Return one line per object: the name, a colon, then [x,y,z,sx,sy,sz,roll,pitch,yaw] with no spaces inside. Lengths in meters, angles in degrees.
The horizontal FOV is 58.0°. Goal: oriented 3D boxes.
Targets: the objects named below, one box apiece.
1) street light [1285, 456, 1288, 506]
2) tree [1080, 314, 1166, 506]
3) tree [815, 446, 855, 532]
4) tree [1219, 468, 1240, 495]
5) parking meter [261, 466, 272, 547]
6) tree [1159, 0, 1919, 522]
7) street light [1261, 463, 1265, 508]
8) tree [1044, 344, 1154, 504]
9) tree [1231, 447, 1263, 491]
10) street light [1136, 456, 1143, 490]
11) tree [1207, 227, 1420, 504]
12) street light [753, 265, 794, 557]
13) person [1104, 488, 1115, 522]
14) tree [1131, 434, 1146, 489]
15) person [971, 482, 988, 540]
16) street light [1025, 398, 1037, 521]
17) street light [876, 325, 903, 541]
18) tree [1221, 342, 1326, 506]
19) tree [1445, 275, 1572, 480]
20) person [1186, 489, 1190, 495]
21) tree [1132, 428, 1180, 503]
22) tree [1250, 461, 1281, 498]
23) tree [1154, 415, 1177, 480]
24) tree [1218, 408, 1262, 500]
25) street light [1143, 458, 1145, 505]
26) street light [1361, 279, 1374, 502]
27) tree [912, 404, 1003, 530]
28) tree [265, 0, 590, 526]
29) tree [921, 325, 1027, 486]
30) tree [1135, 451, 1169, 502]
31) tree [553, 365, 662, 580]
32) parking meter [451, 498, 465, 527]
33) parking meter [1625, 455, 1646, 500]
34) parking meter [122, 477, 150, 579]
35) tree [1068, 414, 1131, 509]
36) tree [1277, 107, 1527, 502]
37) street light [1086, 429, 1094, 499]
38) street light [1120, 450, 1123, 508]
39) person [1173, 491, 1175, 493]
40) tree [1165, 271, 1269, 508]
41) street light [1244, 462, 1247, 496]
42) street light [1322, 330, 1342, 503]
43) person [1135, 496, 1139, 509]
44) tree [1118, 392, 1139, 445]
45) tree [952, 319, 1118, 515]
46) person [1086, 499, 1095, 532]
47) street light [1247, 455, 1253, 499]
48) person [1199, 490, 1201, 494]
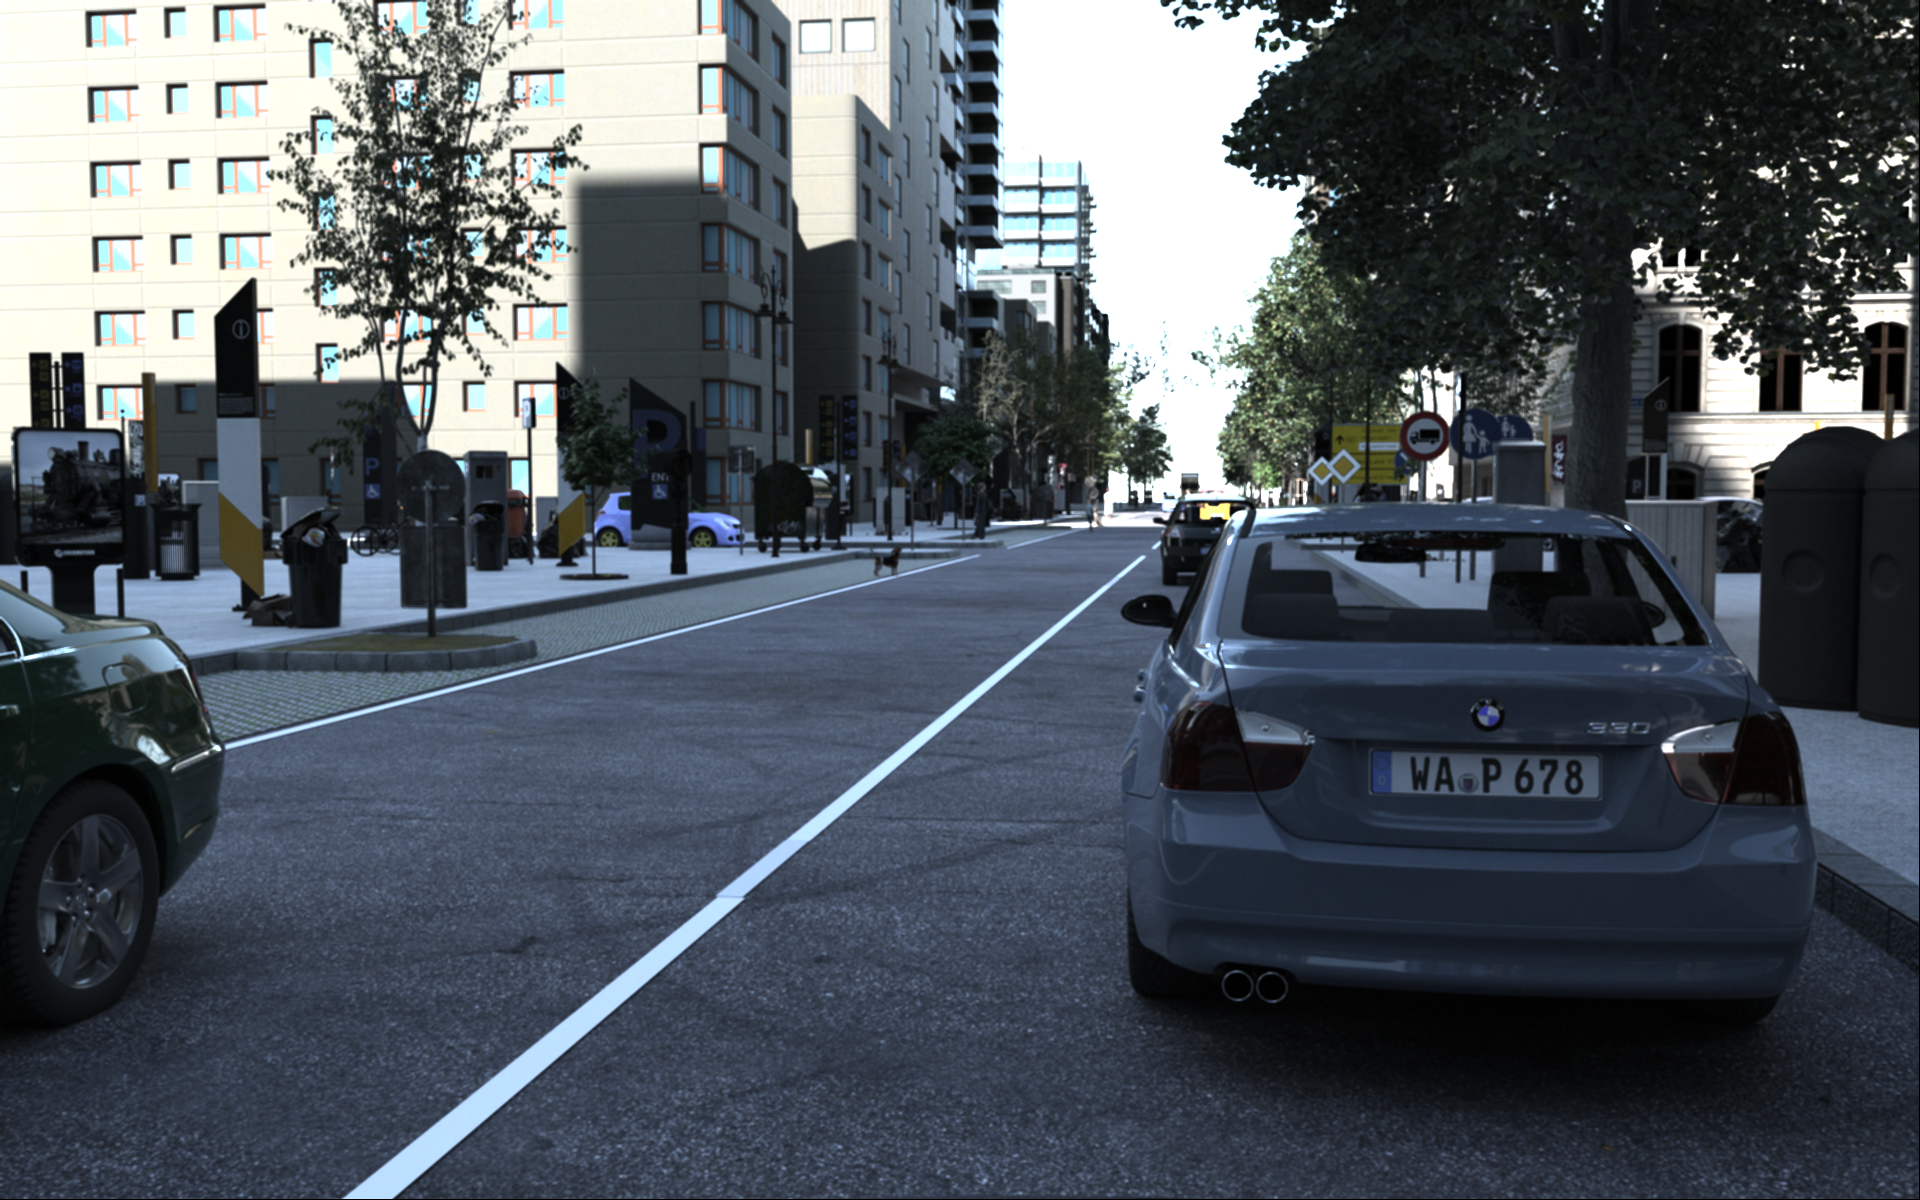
street light: [15.817,-6.790,83.803,0.468,5.910,1.993,1,4,8]
tree: [19.083,-19.936,181.835,12.611,20.169,13.585,0,3,0]
tree: [-4.600,-3.965,59.433,1.663,3.219,1.824,0,3,0]
tree: [43.986,-21.530,270.140,7.486,12.596,7.792,0,3,0]
parking meter: [-14.387,-1.838,35.768,0.255,1.863,0.399,-1,4,-15]
tree: [5.375,-6.589,14.386,9.857,13.997,8.962,0,3,0]
street light: [21.918,-9.358,125.794,0.468,5.910,1.993,1,4,8]
tree: [9.954,-13.055,131.575,7.486,12.596,7.792,0,3,0]
tree: [23.955,-11.612,140.222,4.360,8.622,3.978,0,3,0]
street light: [19.808,-13.485,193.261,0.468,5.910,1.993,1,4,8]
tree: [15.069,-9.565,73.401,9.611,12.733,9.660,0,3,0]
street light: [-3.760,-3.810,35.079,0.468,5.910,1.993,1,4,8]
person: [7.591,-4.819,87.853,0.480,1.755,0.524,1,4,22]
tree: [13.829,-12.325,151.880,4.737,8.622,4.395,0,3,0]
person: [0.584,-2.566,50.878,0.534,1.772,0.576,0,4,-7]
street light: [3.427,-6.761,83.333,0.468,5.910,1.993,1,4,8]
street light: [-1.936,-4.580,47.669,0.468,5.910,1.993,1,4,8]
tree: [19.407,-10.420,104.784,8.767,10.594,7.601,3,4,37]
tree: [17.197,-6.393,54.881,4.360,8.622,3.978,0,3,0]
person: [14.609,-6.266,111.291,0.374,1.781,0.599,0,4,-6]
tree: [29.346,-20.649,263.368,9.928,11.665,9.643,0,3,0]
tree: [23.523,-8.987,130.643,4.285,4.588,4.351,0,3,0]
tree: [23.677,-18.501,220.622,7.486,12.596,7.792,0,3,0]
tree: [31.493,-15.864,185.128,9.928,11.665,9.643,0,3,0]
street light: [21.847,-14.257,205.890,0.468,5.910,1.993,1,4,8]
street light: [8.795,-3.947,37.328,0.468,5.910,1.993,1,4,8]
tree: [-0.076,-4.847,62.969,4.285,4.588,4.351,0,3,0]
tree: [-6.874,-4.388,22.105,4.360,8.622,3.978,0,3,0]
tree: [0.767,-7.631,75.135,4.360,8.622,3.978,0,3,0]
tree: [30.655,-19.594,270.718,4.360,8.622,3.978,0,3,0]
tree: [-5.557,-1.924,26.065,1.663,3.219,1.824,0,3,0]
parking meter: [-11.821,-1.986,40.878,0.372,1.533,0.369,0,3,0]
parking meter: [10.045,-1.241,26.007,0.399,1.863,0.255,-2,4,-24]
parking meter: [-12.466,-1.086,26.171,0.372,1.533,0.369,0,3,0]
tree: [10.777,-11.591,139.882,4.737,8.622,4.395,0,3,0]
tree: [8.122,-4.944,31.190,4.737,8.622,4.395,0,3,0]
street light: [9.458,-9.206,123.307,0.468,5.910,1.993,1,4,8]
street light: [14.742,-11.369,158.668,0.468,5.910,1.993,1,4,8]
person: [22.376,-10.513,181.096,1.217,1.735,0.721,0,4,-8]
tree: [25.076,-17.978,149.832,12.611,20.169,13.585,0,3,0]
street light: [32.335,-13.609,195.287,0.468,5.910,1.993,1,4,8]
street light: [10.489,-4.659,48.968,0.468,5.910,1.993,1,4,8]
person: [15.204,-8.390,148.915,0.421,1.427,0.697,0,4,1]
tree: [6.615,-10.445,105.186,8.767,10.594,7.601,0,4,-2]
tree: [3.492,-9.602,91.405,8.767,10.594,7.601,1,4,10]
person: [4.895,-3.167,64.963,0.352,1.250,0.332,0,4,-5]
street light: [27.078,-11.473,160.373,0.468,5.910,1.993,1,4,8]
person: [24.814,-10.407,178.738,1.350,1.814,0.705,-1,4,-12]
